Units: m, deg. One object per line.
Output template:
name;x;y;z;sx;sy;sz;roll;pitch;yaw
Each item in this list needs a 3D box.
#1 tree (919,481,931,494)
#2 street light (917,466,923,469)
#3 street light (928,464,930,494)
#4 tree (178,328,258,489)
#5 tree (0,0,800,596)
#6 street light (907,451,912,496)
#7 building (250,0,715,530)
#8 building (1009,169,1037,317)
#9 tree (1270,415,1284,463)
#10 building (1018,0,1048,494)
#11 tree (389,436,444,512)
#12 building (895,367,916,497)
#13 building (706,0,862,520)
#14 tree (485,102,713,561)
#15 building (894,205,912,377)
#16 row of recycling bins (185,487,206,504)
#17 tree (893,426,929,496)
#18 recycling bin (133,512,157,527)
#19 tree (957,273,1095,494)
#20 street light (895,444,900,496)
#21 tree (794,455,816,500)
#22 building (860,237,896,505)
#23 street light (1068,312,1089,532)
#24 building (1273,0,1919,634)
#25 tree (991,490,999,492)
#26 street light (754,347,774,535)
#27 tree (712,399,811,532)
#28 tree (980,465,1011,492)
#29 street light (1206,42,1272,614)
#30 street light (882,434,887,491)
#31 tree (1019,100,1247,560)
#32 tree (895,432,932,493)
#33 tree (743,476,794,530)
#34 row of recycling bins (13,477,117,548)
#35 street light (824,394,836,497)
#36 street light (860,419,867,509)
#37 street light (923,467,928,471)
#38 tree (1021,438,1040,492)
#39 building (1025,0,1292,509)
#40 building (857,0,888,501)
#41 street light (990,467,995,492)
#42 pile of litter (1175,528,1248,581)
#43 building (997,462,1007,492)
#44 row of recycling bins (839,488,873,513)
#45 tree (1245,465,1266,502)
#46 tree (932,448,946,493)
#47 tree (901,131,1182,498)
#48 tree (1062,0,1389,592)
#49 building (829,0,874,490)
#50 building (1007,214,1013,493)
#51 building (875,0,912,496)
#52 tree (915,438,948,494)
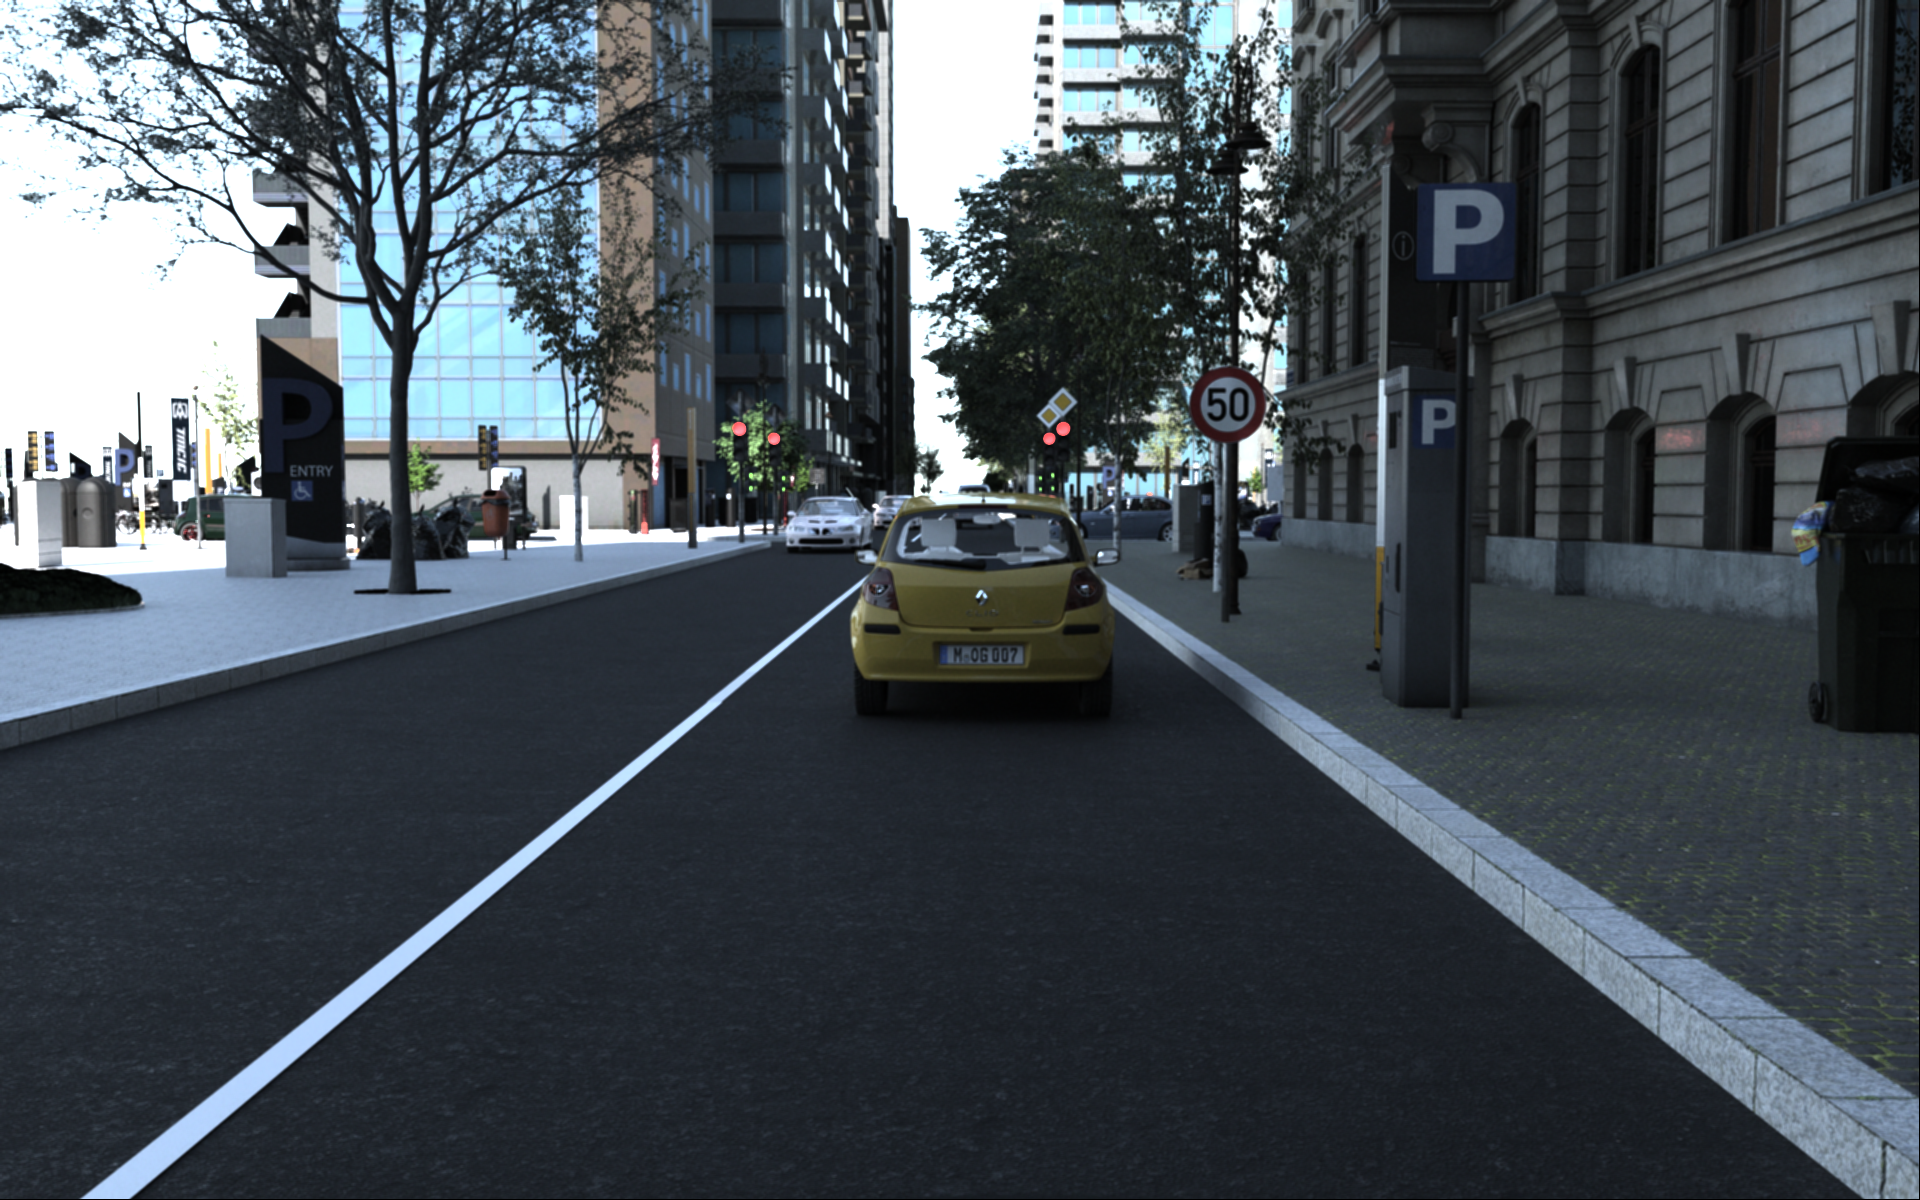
tree;-5.367;-15.878;254.201;1.663;3.219;1.824;0;3;0
street light;-5.176;-14.725;213.533;0.468;5.910;1.993;0;4;0
street light;-4.828;-17.887;265.241;0.468;5.910;1.993;0;4;0
tree;-32.660;-7.795;77.804;4.737;8.622;4.395;0;3;0
tree;-7.260;-6.836;22.134;12.009;13.543;11.850;0;3;0
street light;-5.331;-12.801;182.088;0.468;5.910;1.993;0;4;0
building;-17.521;-25.473;66.598;14.600;45.320;14.200;0;4;0
building;17.471;-35.134;229.071;22.147;44.769;28.867;0;4;0
tree;23.947;-10.570;123.183;4.737;8.622;4.395;0;3;0
building;17.441;-53.379;185.411;22.319;86.520;31.000;0;4;0
tree;-18.169;-3.883;58.095;1.663;3.219;1.824;0;3;0
building;-20.724;-24.807;250.625;27.650;21.520;28.899;0;4;0
building;-18.085;-29.284;98.399;23.786;49.044;30.456;0;4;0
tree;-7.086;-5.037;32.714;4.360;8.622;3.978;0;3;0
building;-14.690;-37.998;271.371;14.600;45.320;14.200;0;4;0
row of recycling bins;-42.187;-5.408;95.533;1.069;1.692;3.534;-3;4;-37
tree;-5.361;-14.518;187.739;4.360;8.622;3.978;0;3;0
recycling bin;-32.095;-3.404;68.202;0.722;1.027;0.722;-3;4;-36
tree;3.260;-10.221;85.233;7.486;12.596;7.792;0;3;0
street light;-5.591;-11.220;156.235;0.468;5.910;1.993;0;4;0
tree;-7.022;-4.663;70.835;1.663;3.219;1.824;0;3;0
building;-14.555;-25.773;193.092;14.160;30.474;14.107;0;4;0
street light;3.036;-4.368;44.208;0.468;5.910;1.993;0;4;0
building;13.098;-12.640;25.743;14.460;24.649;34.723;0;4;0
tree;4.411;-13.306;212.156;1.663;3.219;1.824;0;3;0
street light;-6.147;-4.994;54.436;0.468;5.910;1.993;0;4;0
tree;-6.813;-4.647;59.696;4.285;4.588;4.351;0;3;0
tree;4.281;-12.894;194.522;4.285;4.588;4.351;0;3;0
street light;2.920;-2.787;18.354;0.468;5.910;1.993;0;4;0
street light;-5.631;-9.639;130.380;0.468;5.910;1.993;0;4;0
tree;3.295;-5.079;33.402;4.737;8.622;4.395;0;3;0
tree;-6.097;-15.586;205.195;4.737;8.622;4.395;0;3;0
tree;-7.076;-4.152;62.488;1.663;3.219;1.824;0;3;0
row of recycling bins;-21.746;-2.133;41.989;3.534;1.692;1.069;2;4;33
street light;-6.034;-6.575;80.290;0.468;5.910;1.993;0;4;0
street light;-5.934;-8.199;106.835;0.468;5.910;1.993;0;4;0
street light;-4.998;-16.306;239.387;0.468;5.910;1.993;0;4;0
tree;4.890;-11.071;131.372;4.360;8.622;3.978;0;3;0
building;17.914;-32.800;155.881;23.786;49.044;30.456;0;4;0
building;-21.960;-35.611;171.480;28.713;52.752;27.495;0;4;0
street light;4.261;-16.049;235.181;0.468;5.910;1.993;0;4;0
pile of litter;3.799;-0.764;26.459;1.176;0.858;1.719;3;5;39
building;12.944;-31.157;281.121;14.160;30.474;14.107;0;4;0
row of recycling bins;-7.596;-6.745;117.398;3.534;1.692;1.069;1;4;13
tree;19.030;-7.096;110.613;1.663;3.219;1.824;0;3;0
tree;-4.608;-19.482;268.885;4.737;8.622;4.395;0;3;0
tree;3.132;-9.415;60.594;9.857;13.997;8.962;0;3;0
tree;3.381;-4.398;22.271;4.360;8.622;3.978;0;3;0
building;-18.671;-29.905;143.574;22.147;44.769;28.867;0;4;0
building;13.746;-34.688;250.748;14.154;41.232;14.086;0;4;0
building;-16.725;-48.060;224.031;20.563;71.187;20.611;0;4;0
tree;-5.566;-21.557;286.871;8.767;10.594;7.601;3;4;36
